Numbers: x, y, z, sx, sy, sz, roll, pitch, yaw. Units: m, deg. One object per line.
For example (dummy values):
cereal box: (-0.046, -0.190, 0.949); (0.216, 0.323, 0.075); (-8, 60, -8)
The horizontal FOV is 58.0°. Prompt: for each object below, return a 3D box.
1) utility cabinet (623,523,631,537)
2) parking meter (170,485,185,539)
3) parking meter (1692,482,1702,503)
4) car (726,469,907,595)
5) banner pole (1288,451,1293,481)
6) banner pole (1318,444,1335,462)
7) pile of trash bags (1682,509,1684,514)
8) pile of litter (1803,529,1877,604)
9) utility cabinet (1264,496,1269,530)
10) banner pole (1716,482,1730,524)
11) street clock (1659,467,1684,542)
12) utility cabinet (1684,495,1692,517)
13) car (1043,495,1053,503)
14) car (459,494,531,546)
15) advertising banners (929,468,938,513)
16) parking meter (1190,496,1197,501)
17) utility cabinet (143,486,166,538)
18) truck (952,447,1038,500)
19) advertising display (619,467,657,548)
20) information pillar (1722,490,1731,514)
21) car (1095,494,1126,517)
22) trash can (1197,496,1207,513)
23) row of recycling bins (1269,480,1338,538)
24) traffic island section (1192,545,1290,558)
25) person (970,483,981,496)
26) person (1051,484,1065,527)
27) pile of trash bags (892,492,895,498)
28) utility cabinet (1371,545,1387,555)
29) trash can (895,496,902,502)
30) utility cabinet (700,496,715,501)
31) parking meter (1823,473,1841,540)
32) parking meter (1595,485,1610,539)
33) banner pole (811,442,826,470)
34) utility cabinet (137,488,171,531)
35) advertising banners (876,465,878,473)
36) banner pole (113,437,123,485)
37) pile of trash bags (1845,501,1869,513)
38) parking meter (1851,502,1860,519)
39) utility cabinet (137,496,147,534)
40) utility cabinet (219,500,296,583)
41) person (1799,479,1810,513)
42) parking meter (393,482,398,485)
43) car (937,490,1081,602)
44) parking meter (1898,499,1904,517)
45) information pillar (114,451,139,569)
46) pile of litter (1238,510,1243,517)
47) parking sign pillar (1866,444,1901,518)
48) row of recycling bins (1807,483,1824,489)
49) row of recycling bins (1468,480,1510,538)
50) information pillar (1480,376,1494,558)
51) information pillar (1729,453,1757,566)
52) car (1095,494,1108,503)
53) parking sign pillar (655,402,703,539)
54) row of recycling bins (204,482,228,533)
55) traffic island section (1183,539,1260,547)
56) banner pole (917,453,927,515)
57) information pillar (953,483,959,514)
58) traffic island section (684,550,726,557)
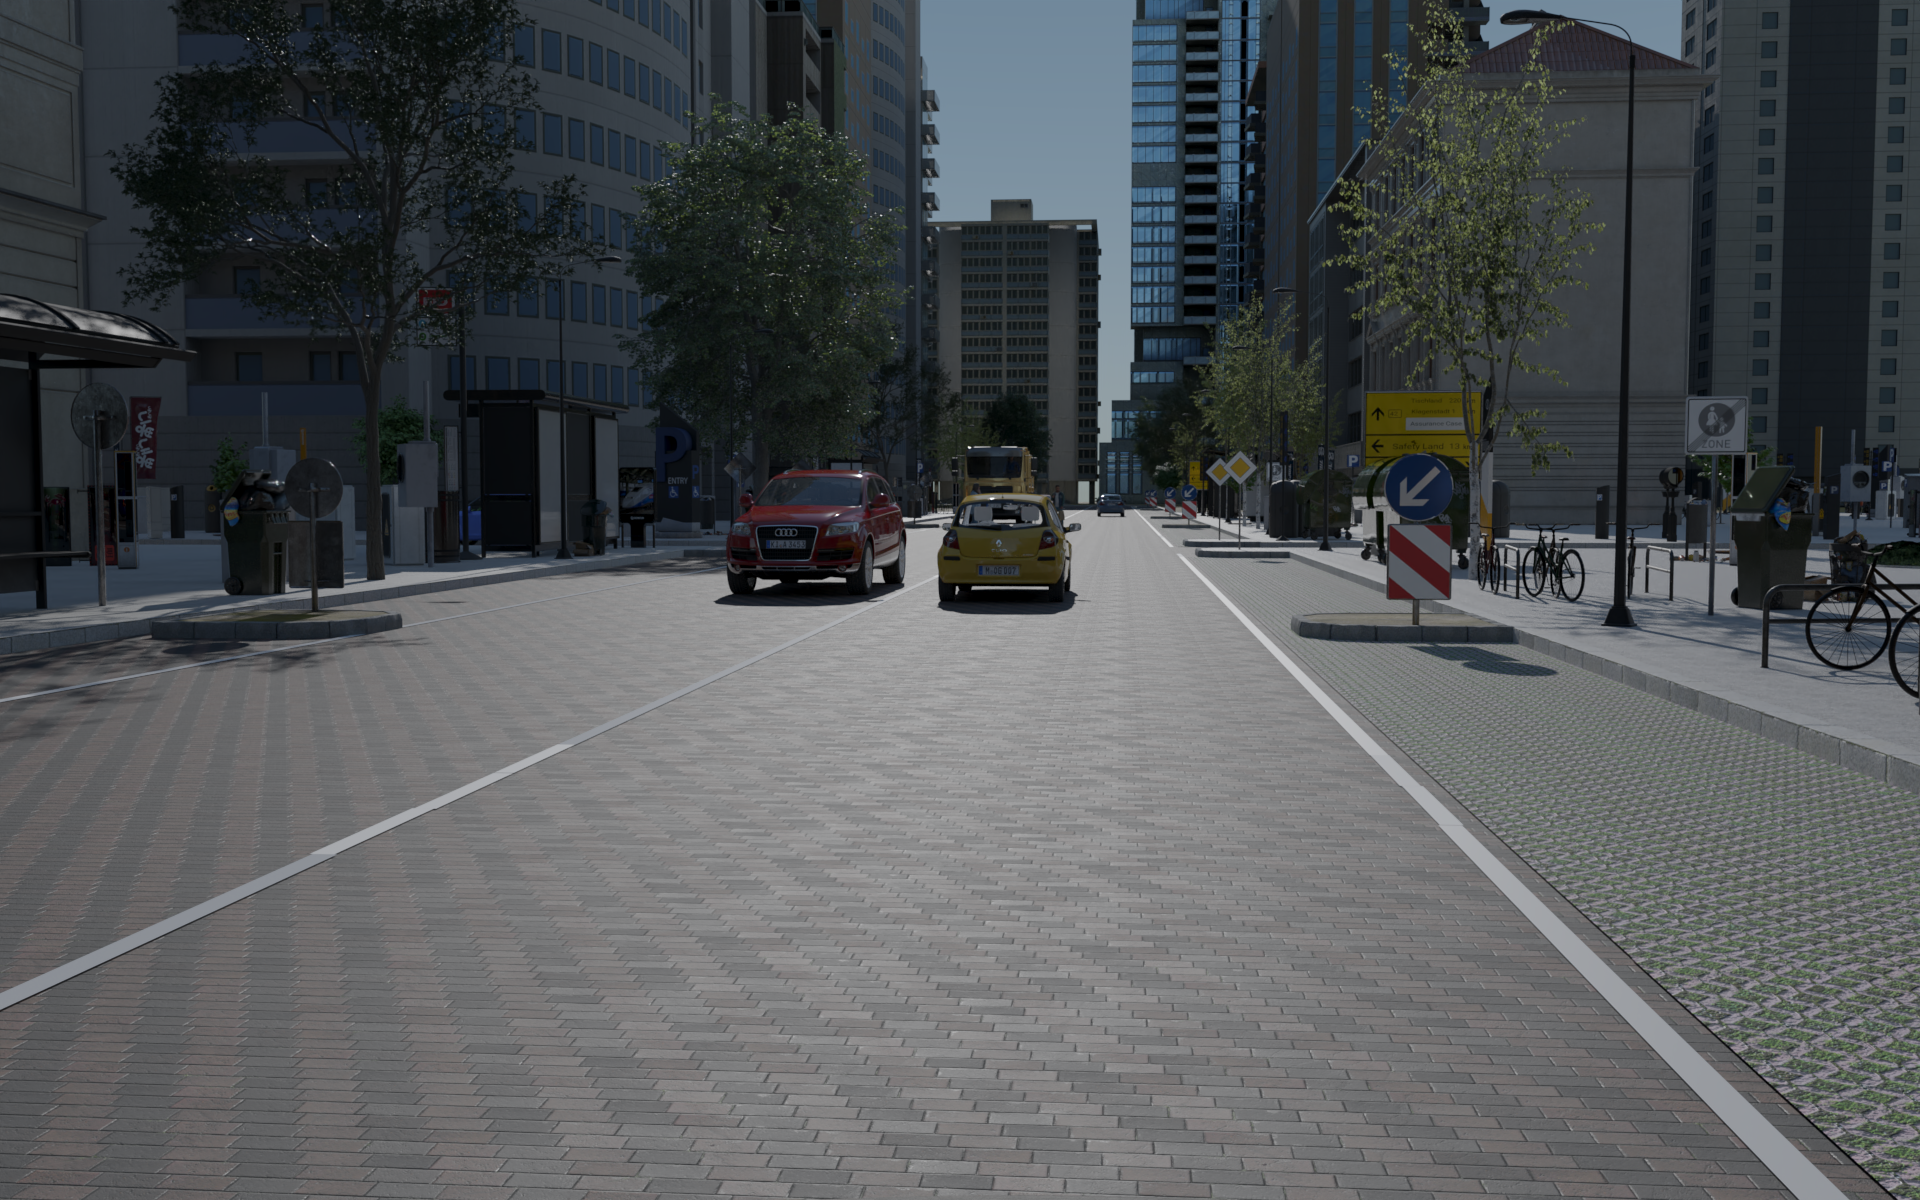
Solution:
utility cabinet: (-9.875, -2.509, 52.191); (0.306, 1.237, 1.020); (0, 4, 3)
parking meter: (-22.578, -2.541, 49.952); (0.372, 1.533, 0.369); (0, 3, 0)
parking meter: (35.243, -4.719, 82.868); (0.255, 1.863, 0.399); (-1, 4, -17)
car: (-2.090, -1.085, 26.415); (2.281, 1.827, 5.304); (0, 4, 7)
banner pole: (16.766, -6.056, 89.035); (0.863, 3.779, 0.401); (3, 4, 37)
banner pole: (18.312, -5.907, 86.596); (0.863, 3.779, 0.401); (1, 4, 14)
pile of trash bags: (46.486, -6.308, 112.884); (1.912, 1.369, 3.447); (0, 4, -2)
pile of litter: (10.522, -0.434, 21.062); (1.719, 0.858, 1.176); (-3, 4, -37)
utility cabinet: (11.415, -3.113, 62.058); (1.020, 1.237, 0.306); (2, 4, 31)
banner pole: (32.592, -5.167, 74.491); (0.863, 3.779, 0.401); (-2, 4, -24)
street clock: (19.138, -2.565, 46.504); (0.471, 2.002, 0.358); (-1, 4, -11)
utility cabinet: (40.629, -5.217, 96.455); (0.306, 1.237, 1.020); (3, 5, 40)
car: (6.709, -7.870, 141.035); (2.083, 1.381, 4.827); (0, 4, 5)
car: (-12.558, -2.288, 47.003); (3.694, 1.707, 1.945); (0, 4, 5)
advertising banners: (-1.785, -7.292, 115.404); (0.090, 3.025, 2.074); (-1, 4, -16)
parking meter: (13.956, -5.820, 103.572); (0.372, 1.533, 0.369); (0, 3, 0)
utility cabinet: (-23.310, -2.535, 50.132); (0.318, 1.500, 1.173); (-2, 4, -30)
truck: (1.681, -4.736, 73.359); (3.469, 3.379, 9.791); (0, 4, 5)
advertising display: (-7.681, -2.208, 41.311); (0.974, 1.923, 0.123); (1, 4, 19)
information pillar: (49.729, -7.398, 112.316); (0.504, 3.616, 0.183); (0, 4, 5)
car: (9.644, -6.040, 110.755); (2.014, 1.417, 4.499); (0, 4, 4)
trash can: (16.561, -6.532, 118.453); (0.748, 1.137, 0.748); (0, 3, 0)
row of recycling bins: (10.304, -2.734, 51.806); (1.069, 1.692, 3.534); (3, 5, 39)
traffic island section: (6.469, -1.083, 39.981); (2.009, 0.180, 2.903); (0, 4, 5)
person: (0.462, -2.970, 57.323); (0.793, 1.790, 0.793); (3, 4, 39)
person: (4.065, -3.840, 71.262); (0.794, 1.824, 0.713); (3, 5, 42)
pile of trash bags: (-4.205, -4.622, 85.322); (1.912, 1.369, 3.447); (2, 4, 29)
utility cabinet: (8.861, -1.692, 36.338); (0.318, 1.500, 1.173); (1, 4, 23)
trash can: (-3.815, -5.789, 106.297); (0.748, 1.137, 0.748); (0, 3, 0)
utility cabinet: (-10.516, -3.715, 71.897); (0.306, 1.237, 1.020); (1, 4, 20)
parking meter: (24.521, -2.632, 48.739); (0.399, 1.863, 0.255); (0, 4, 5)
parking meter: (18.328, -2.508, 49.410); (0.372, 1.533, 0.369); (0, 3, 0)
banner pole: (-5.765, -4.964, 71.183); (0.863, 3.779, 0.401); (-1, 4, -12)
utility cabinet: (-27.571, -3.079, 59.021); (1.173, 1.500, 0.318); (-3, 5, -45)
advertising banners: (-5.186, -6.693, 105.618); (0.090, 3.025, 2.074); (-1, 4, -11)
banner pole: (-28.015, -4.141, 57.722); (0.401, 3.779, 0.863); (0, 4, -2)
pile of trash bags: (60.341, -6.502, 116.062); (1.912, 1.369, 3.447); (2, 4, 26)
parking meter: (46.119, -5.103, 89.138); (0.255, 1.863, 0.399); (0, 4, -3)
utility cabinet: (-26.459, -2.748, 56.087); (0.306, 1.237, 1.020); (1, 4, 19)
utility cabinet: (-10.235, -0.863, 25.279); (0.306, 1.237, 1.020); (3, 5, 41)
person: (19.949, -2.042, 42.106); (0.699, 1.804, 1.509); (-2, 4, -32)
parking meter: (-19.427, -3.292, 59.532); (0.399, 1.863, 0.255); (2, 4, 24)
car: (0.692, -0.873, 24.495); (2.015, 1.641, 3.980); (0, 4, 5)
parking meter: (52.058, -5.507, 95.746); (0.255, 1.863, 0.399); (0, 4, 7)
information pillar: (-14.223, -1.534, 29.570); (0.304, 2.012, 0.304); (-1, 4, -18)
pile of litter: (15.456, -5.125, 97.763); (1.176, 0.858, 1.719); (-3, 5, -40)
parking sign pillar: (50.333, -6.486, 94.511); (1.447, 3.967, 1.447); (0, 4, -7)
row of recycling bins: (39.497, -4.441, 79.730); (1.069, 1.692, 3.534); (1, 4, 18)
row of recycling bins: (15.493, -2.760, 52.238); (1.069, 1.692, 3.534); (-1, 4, -8)
information pillar: (10.535, -2.645, 34.607); (0.183, 3.616, 0.504); (0, 4, -1)
information pillar: (13.959, -1.613, 30.873); (0.304, 2.012, 0.304); (-2, 4, -33)
car: (14.347, -9.699, 170.374); (2.131, 1.459, 4.920); (0, 4, 4)
parking sign pillar: (-8.223, -3.785, 50.364); (1.447, 3.967, 1.447); (2, 4, 26)
row of recycling bins: (-23.502, -3.032, 56.686); (3.534, 1.692, 1.069); (3, 4, 36)
traffic island section: (7.200, -1.569, 47.933); (2.009, 0.180, 2.903); (0, 4, 5)
banner pole: (-2.399, -7.107, 106.208); (0.863, 3.779, 0.401); (-3, 4, -38)
information pillar: (-0.269, -6.648, 113.186); (0.304, 2.012, 0.304); (3, 4, 38)
traffic island section: (-5.222, -1.148, 41.056); (2.009, 0.180, 2.903); (0, 4, 5)
